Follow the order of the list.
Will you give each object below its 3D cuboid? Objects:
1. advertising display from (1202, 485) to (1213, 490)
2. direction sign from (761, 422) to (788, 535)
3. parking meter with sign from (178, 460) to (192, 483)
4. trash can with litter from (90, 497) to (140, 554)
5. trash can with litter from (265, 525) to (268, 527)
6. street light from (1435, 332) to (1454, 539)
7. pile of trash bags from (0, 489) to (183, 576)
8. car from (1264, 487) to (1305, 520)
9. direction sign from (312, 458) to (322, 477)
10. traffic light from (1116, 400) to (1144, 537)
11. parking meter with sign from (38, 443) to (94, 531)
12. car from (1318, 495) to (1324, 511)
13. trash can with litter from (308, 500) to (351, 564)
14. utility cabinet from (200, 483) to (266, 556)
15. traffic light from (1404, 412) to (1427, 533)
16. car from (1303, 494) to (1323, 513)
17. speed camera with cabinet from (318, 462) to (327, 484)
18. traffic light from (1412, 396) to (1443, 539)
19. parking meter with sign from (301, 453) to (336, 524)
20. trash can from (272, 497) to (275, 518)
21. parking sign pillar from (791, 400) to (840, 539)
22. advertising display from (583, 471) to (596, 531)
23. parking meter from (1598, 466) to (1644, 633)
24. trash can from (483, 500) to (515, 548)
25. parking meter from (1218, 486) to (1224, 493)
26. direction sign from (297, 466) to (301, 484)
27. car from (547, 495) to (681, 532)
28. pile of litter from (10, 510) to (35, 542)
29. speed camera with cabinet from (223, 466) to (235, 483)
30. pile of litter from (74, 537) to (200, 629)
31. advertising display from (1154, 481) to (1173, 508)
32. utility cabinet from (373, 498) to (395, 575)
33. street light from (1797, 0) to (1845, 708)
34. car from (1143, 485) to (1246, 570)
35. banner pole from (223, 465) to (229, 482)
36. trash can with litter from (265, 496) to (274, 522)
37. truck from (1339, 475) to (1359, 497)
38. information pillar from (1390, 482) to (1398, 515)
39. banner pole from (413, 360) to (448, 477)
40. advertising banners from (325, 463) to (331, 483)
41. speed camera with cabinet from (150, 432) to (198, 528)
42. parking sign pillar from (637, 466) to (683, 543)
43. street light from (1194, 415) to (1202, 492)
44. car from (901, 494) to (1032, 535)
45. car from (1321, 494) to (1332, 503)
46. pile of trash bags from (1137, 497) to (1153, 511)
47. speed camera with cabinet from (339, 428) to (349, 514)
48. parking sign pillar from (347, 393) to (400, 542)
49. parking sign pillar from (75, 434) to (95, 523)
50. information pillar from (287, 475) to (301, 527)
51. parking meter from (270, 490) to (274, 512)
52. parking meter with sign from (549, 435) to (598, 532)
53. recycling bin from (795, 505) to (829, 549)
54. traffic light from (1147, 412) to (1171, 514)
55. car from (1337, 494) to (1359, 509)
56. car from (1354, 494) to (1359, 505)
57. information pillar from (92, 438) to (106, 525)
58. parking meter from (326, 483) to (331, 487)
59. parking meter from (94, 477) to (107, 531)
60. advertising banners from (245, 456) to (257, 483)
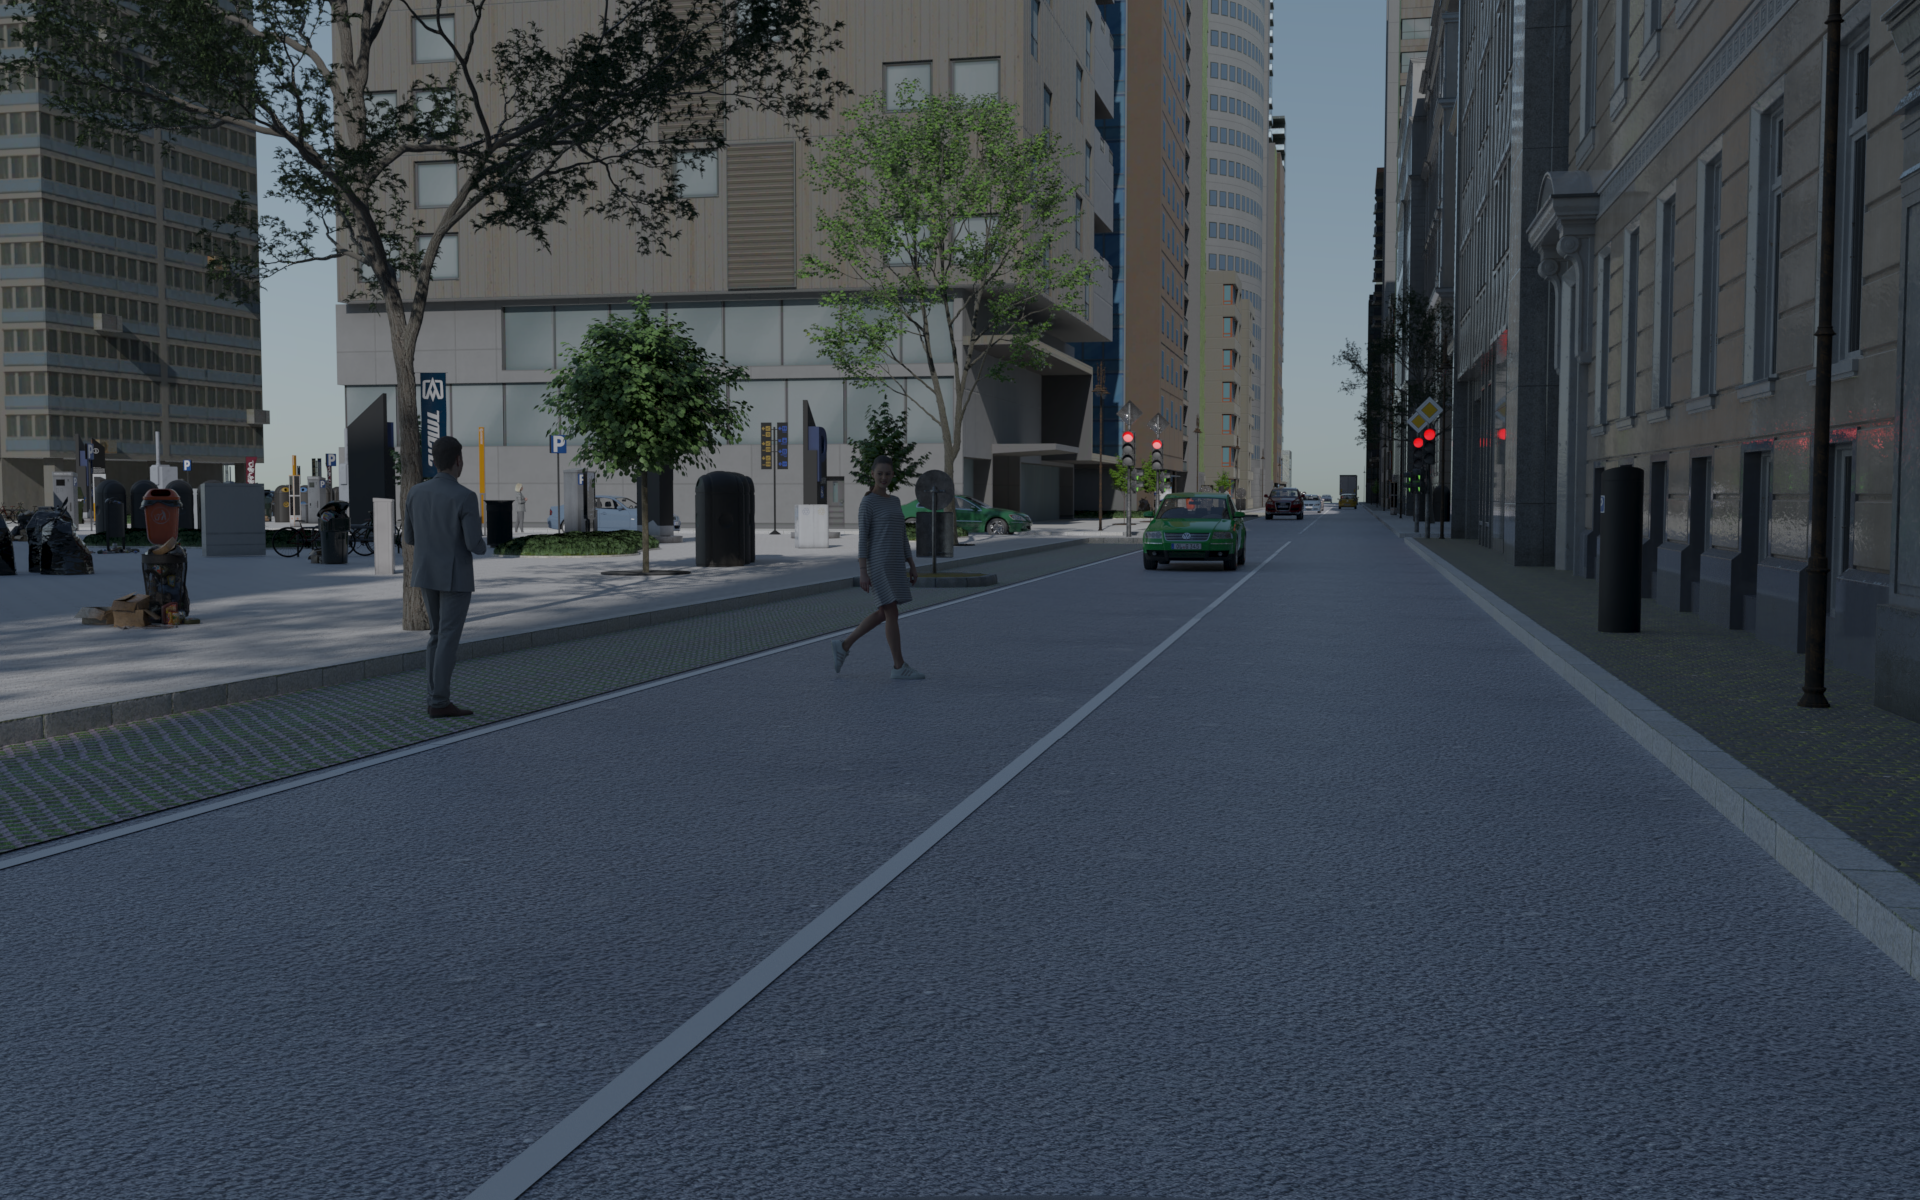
[{"bbox_3d":[17.448,-7.165,122.366,0.974,1.923,0.123,3,5,43],"label":"advertising display"},{"bbox_3d":[-5.859,-3.838,54.745,0.876,3.537,0.379,1,4,10],"label":"direction sign"},{"bbox_3d":[-39.707,-5.583,87.544,0.543,3.016,1.738,2,4,27],"label":"parking meter with sign"},{"bbox_3d":[-18.615,-1.613,37.433,1.678,1.210,2.233,1,4,12],"label":"trash can with litter"},{"bbox_3d":[-30.624,-3.811,73.369,2.233,1.210,1.678,2,4,27],"label":"trash can with litter"},{"bbox_3d":[13.809,-4.689,49.450,0.468,5.910,1.993,1,4,13],"label":"street light"},{"bbox_3d":[-14.484,-1.122,28.103,3.447,1.369,1.912,-1,4,-21],"label":"pile of trash bags"},{"bbox_3d":[18.412,-5.474,98.172,2.281,1.827,5.304,1,4,13],"label":"car"},{"bbox_3d":[-40.585,-7.177,109.337,0.876,3.537,0.379,2,4,30],"label":"direction sign"},{"bbox_3d":[5.071,-3.843,51.756,0.839,4.253,0.868,1,4,13],"label":"traffic light"},{"bbox_3d":[-30.839,-3.879,59.690,1.738,3.016,0.543,0,4,-6],"label":"parking meter with sign"},{"bbox_3d":[29.757,-8.199,146.423,2.083,1.381,4.827,1,4,15],"label":"car"},{"bbox_3d":[-11.666,-1.251,31.838,1.055,1.170,0.624,3,5,41],"label":"trash can with litter"},{"bbox_3d":[-14.914,-1.643,35.541,1.173,1.500,0.318,-3,5,-39],"label":"utility cabinet"},{"bbox_3d":[15.225,-4.206,57.688,0.839,4.253,0.868,1,4,13],"label":"traffic light"},{"bbox_3d":[26.360,-7.255,130.629,2.014,1.417,4.499,1,4,13],"label":"car"},{"bbox_3d":[-39.242,-6.820,105.844,0.660,3.252,2.038,0,4,5],"label":"speed camera with cabinet"},{"bbox_3d":[13.479,-3.729,49.895,0.839,4.253,0.868,1,4,13],"label":"traffic light"},{"bbox_3d":[-27.762,-4.802,74.768,1.738,3.016,0.543,2,4,24],"label":"parking meter with sign"},{"bbox_3d":[-37.174,-5.065,94.470,0.748,1.137,0.748,0,3,0],"label":"trash can"},{"bbox_3d":[-4.199,-3.777,50.222,1.447,3.967,1.447,1,4,8],"label":"parking sign pillar"},{"bbox_3d":[-10.420,-2.660,48.712,0.123,1.923,0.974,0,4,1],"label":"advertising display"},{"bbox_3d":[6.153,-0.472,16.121,0.372,1.533,0.369,0,3,0],"label":"parking meter"},{"bbox_3d":[-10.994,-1.817,41.360,0.748,1.137,0.748,0,3,0],"label":"trash can"},{"bbox_3d":[18.179,-7.024,120.550,0.255,1.863,0.399,-2,4,-23],"label":"parking meter"},{"bbox_3d":[-52.764,-8.947,138.279,0.379,3.537,0.876,0,4,-6],"label":"direction sign"},{"bbox_3d":[-11.693,-2.856,58.695,4.499,1.417,2.014,1,4,11],"label":"car"},{"bbox_3d":[-25.529,-2.023,47.033,1.719,0.858,1.176,2,4,34],"label":"pile of litter"},{"bbox_3d":[-52.800,-7.913,123.721,2.038,3.252,0.660,1,4,18],"label":"speed camera with cabinet"},{"bbox_3d":[-8.121,-0.193,17.122,1.176,0.858,1.719,-1,4,-15],"label":"pile of litter"},{"bbox_3d":[10.213,-5.004,87.034,0.974,1.923,0.123,2,4,28],"label":"advertising display"},{"bbox_3d":[-9.315,-1.034,28.061,0.306,1.237,1.020,-1,4,-16],"label":"utility cabinet"},{"bbox_3d":[5.159,-2.294,10.287,0.468,5.910,1.993,1,4,13],"label":"street light"},{"bbox_3d":[4.644,-1.542,34.011,1.959,1.807,4.718,1,4,12],"label":"car"},{"bbox_3d":[-53.323,-8.305,125.800,0.863,3.779,0.401,3,4,37],"label":"banner pole"},{"bbox_3d":[-31.989,-4.194,79.966,0.624,1.170,1.055,-1,4,-19],"label":"trash can with litter"},{"bbox_3d":[57.588,-16.374,256.623,2.839,4.237,11.283,1,4,14],"label":"truck"},{"bbox_3d":[26.468,-6.186,105.631,0.304,2.012,0.304,-2,4,-34],"label":"information pillar"},{"bbox_3d":[-9.688,-2.531,31.394,0.863,3.779,0.401,0,4,-1],"label":"banner pole"},{"bbox_3d":[-35.059,-6.199,97.549,0.090,3.025,2.074,1,4,17],"label":"advertising banners"},{"bbox_3d":[-24.763,-3.696,54.763,2.038,3.252,0.660,2,4,34],"label":"speed camera with cabinet"},{"bbox_3d":[-8.044,-3.495,45.615,1.447,3.967,1.447,-3,4,-37],"label":"parking sign pillar"},{"bbox_3d":[13.659,-7.756,99.595,0.468,5.910,1.993,1,4,13],"label":"street light"},{"bbox_3d":[-0.047,-2.784,57.314,4.920,1.459,2.131,1,4,11],"label":"car"},{"bbox_3d":[60.102,-16.619,284.079,2.083,1.381,4.827,1,4,12],"label":"car"},{"bbox_3d":[11.034,-5.074,92.710,3.447,1.369,1.912,2,4,28],"label":"pile of trash bags"},{"bbox_3d":[-17.844,-3.522,51.919,2.038,3.252,0.660,3,5,41],"label":"speed camera with cabinet"},{"bbox_3d":[-15.872,-3.563,46.723,1.447,3.967,1.447,2,4,25],"label":"parking sign pillar"},{"bbox_3d":[-39.430,-5.486,78.175,1.447,3.967,1.447,0,4,-8],"label":"parking sign pillar"},{"bbox_3d":[-25.681,-3.816,66.883,0.304,2.012,0.304,2,4,35],"label":"information pillar"},{"bbox_3d":[-48.720,-6.989,122.685,0.372,1.533,0.369,0,3,0],"label":"parking meter"},{"bbox_3d":[-11.182,-3.308,50.353,1.738,3.016,0.543,3,5,42],"label":"parking meter with sign"},{"bbox_3d":[-3.526,-1.750,41.161,0.722,1.027,0.722,-1,4,-13],"label":"recycling bin"},{"bbox_3d":[6.817,-4.320,59.548,0.839,4.253,0.868,1,4,13],"label":"traffic light"},{"bbox_3d":[37.136,-9.518,165.842,2.015,1.641,3.980,1,4,14],"label":"car"},{"bbox_3d":[51.862,-13.331,229.763,2.131,1.459,4.920,1,4,14],"label":"car"},{"bbox_3d":[-35.513,-4.898,71.439,0.504,3.616,0.183,-2,4,-26],"label":"information pillar"},{"bbox_3d":[-32.811,-5.154,89.981,0.255,1.863,0.399,1,4,10],"label":"parking meter"},{"bbox_3d":[-28.749,-3.197,57.980,0.399,1.863,0.255,2,4,30],"label":"parking meter"},{"bbox_3d":[-33.600,-5.141,80.247,2.074,3.025,0.090,-3,4,-38],"label":"advertising banners"}]
